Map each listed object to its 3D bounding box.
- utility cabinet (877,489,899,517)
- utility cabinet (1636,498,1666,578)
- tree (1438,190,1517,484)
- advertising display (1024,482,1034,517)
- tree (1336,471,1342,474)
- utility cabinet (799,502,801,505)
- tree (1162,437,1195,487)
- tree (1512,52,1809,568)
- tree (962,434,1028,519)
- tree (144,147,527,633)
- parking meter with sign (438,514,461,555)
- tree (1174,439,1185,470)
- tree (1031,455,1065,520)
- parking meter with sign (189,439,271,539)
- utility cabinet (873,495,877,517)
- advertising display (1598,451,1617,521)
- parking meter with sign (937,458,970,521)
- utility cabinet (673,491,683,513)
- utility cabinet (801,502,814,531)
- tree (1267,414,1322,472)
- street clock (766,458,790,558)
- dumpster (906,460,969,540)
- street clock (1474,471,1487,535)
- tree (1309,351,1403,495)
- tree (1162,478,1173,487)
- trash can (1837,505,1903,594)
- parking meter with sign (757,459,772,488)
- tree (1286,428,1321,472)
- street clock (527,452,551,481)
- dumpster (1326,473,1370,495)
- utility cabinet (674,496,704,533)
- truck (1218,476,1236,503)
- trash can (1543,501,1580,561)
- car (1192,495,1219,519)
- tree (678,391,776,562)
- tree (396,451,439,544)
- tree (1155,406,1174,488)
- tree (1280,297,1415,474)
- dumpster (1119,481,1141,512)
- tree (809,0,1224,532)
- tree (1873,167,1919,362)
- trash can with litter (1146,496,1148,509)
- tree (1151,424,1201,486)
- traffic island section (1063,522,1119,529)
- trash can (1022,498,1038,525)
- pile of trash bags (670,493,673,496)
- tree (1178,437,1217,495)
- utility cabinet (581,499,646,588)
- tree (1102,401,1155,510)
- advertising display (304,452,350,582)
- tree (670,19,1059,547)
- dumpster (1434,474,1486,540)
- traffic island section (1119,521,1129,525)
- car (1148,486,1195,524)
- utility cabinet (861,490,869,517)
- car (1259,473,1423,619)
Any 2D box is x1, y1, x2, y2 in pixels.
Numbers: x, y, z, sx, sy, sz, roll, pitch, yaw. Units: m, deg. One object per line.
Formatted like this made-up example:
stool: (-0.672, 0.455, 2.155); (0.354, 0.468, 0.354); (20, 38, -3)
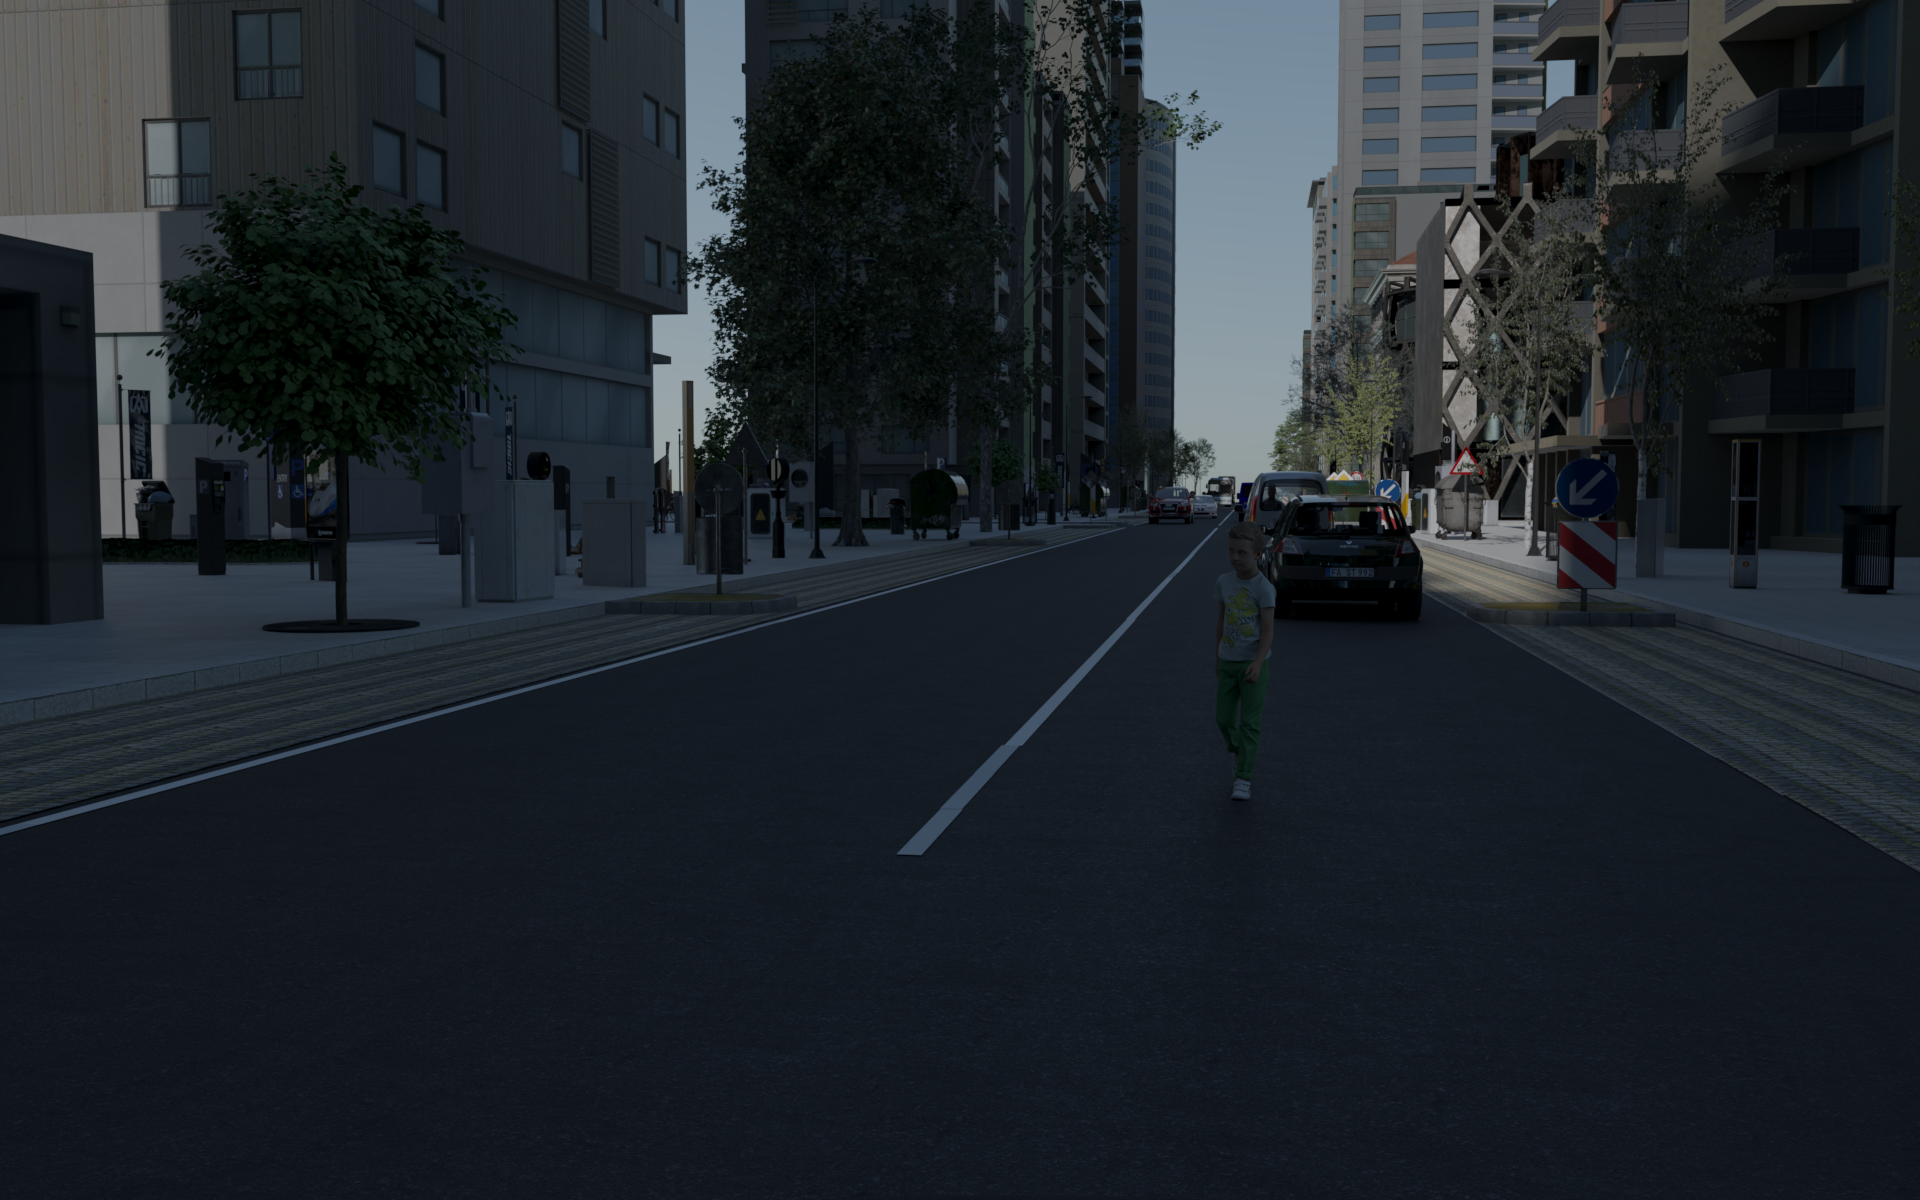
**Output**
utility cabinet: (-2.955, -3.838, 71.432); (0.318, 1.500, 1.173); (2, 4, 32)
utility cabinet: (10.765, -0.969, 27.009); (0.306, 1.237, 1.020); (2, 4, 29)
tree: (13.385, -5.528, 40.747); (4.360, 8.622, 3.978); (0, 3, 0)
advertising display: (3.843, -5.586, 96.547); (0.123, 1.923, 0.974); (2, 4, 32)
tree: (28.518, -8.287, 130.095); (1.663, 3.219, 1.824); (0, 3, 0)
utility cabinet: (-8.046, -4.927, 91.714); (1.020, 1.237, 0.306); (2, 4, 30)
tree: (27.711, -16.505, 220.218); (4.737, 8.622, 4.395); (0, 3, 0)
tree: (12.025, -4.855, 29.740); (4.360, 8.622, 3.978); (0, 3, 0)
tree: (1.788, -6.413, 88.560); (4.285, 4.588, 4.351); (0, 3, 0)
tree: (-5.893, -2.003, 16.466); (4.285, 4.588, 4.351); (0, 3, 0)
parking meter with sign: (-10.925, -2.502, 37.162); (0.543, 3.016, 1.738); (-1, 4, -12)
tree: (19.058, -13.129, 165.020); (4.360, 8.622, 3.978); (0, 3, 0)
tree: (4.209, -5.494, 84.431); (1.663, 3.219, 1.824); (0, 3, 0)
parking meter with sign: (-16.355, -2.603, 38.827); (1.738, 3.016, 0.543); (0, 4, -5)
utility cabinet: (-3.747, -4.321, 81.807); (0.306, 1.237, 1.020); (-2, 4, -28)
advertising display: (9.833, -1.290, 26.310); (0.123, 1.923, 0.974); (2, 4, 28)
parking meter with sign: (-0.285, -5.329, 83.397); (0.543, 3.016, 1.738); (3, 5, 44)
utility cabinet: (-18.007, -6.238, 110.674); (0.318, 1.500, 1.173); (0, 4, 6)
utility cabinet: (-5.150, -2.998, 60.180); (0.306, 1.237, 1.020); (-1, 4, -19)
tree: (45.273, -19.333, 234.222); (7.486, 12.596, 7.792); (0, 3, 0)
street clock: (-3.636, -1.841, 34.665); (0.358, 2.002, 0.471); (-3, 5, -44)
dumpster: (-0.649, -2.819, 48.577); (1.502, 2.255, 1.985); (1, 4, 9)
street clock: (15.983, -2.987, 53.407); (0.471, 2.002, 0.358); (2, 4, 26)
tree: (20.676, -8.440, 88.349); (4.737, 8.622, 4.395); (0, 3, 0)
tree: (23.682, -12.278, 195.345); (1.663, 3.219, 1.824); (0, 3, 0)
trash can: (11.707, -0.652, 22.316); (0.748, 1.137, 0.748); (0, 3, 0)
parking meter with sign: (-9.855, -5.558, 87.134); (0.543, 3.016, 1.738); (-2, 4, -31)
tree: (37.430, -14.558, 188.383); (4.360, 8.622, 3.978); (0, 3, 0)
street clock: (-7.223, -1.540, 29.755); (0.358, 2.002, 0.471); (1, 4, 13)
dumpster: (15.149, -3.880, 68.388); (1.985, 2.255, 1.502); (1, 4, 10)
utility cabinet: (-8.986, -2.831, 57.446); (0.306, 1.237, 1.020); (3, 5, 44)
truck: (42.085, -17.401, 273.411); (2.839, 4.237, 11.283); (1, 4, 11)
trash can: (11.539, -1.315, 33.160); (0.748, 1.137, 0.748); (0, 3, 0)
car: (14.323, -5.534, 102.840); (2.083, 1.381, 4.827); (1, 4, 9)
tree: (-4.607, -2.339, 32.844); (1.663, 3.219, 1.824); (0, 3, 0)
tree: (-13.398, -3.055, 44.545); (1.663, 3.219, 1.824); (0, 3, 0)
tree: (14.693, -11.896, 144.855); (4.360, 8.622, 3.978); (0, 3, 0)
tree: (24.991, -12.076, 107.819); (12.009, 13.543, 11.850); (0, 3, 0)
dumpster: (12.486, -7.635, 127.325); (1.502, 2.255, 1.985); (1, 4, 9)
tree: (1.646, -12.279, 56.647); (12.611, 20.169, 13.585); (0, 3, 0)
tree: (17.904, -4.828, 29.307); (4.737, 8.622, 4.395); (0, 3, 0)
trash can with litter: (15.977, -8.392, 148.602); (0.624, 1.170, 1.055); (0, 4, -6)
tree: (28.774, -18.151, 231.178); (8.767, 10.594, 7.601); (-3, 5, -40)
traffic island section: (5.455, -3.078, 72.613); (2.009, 0.180, 2.903); (1, 4, 9)
trash can: (2.884, -3.657, 71.443); (0.748, 1.137, 0.748); (0, 3, 0)
pile of trash bags: (-24.311, -7.809, 137.435); (3.447, 1.369, 1.912); (-2, 4, -30)
tree: (42.715, -23.679, 312.906); (9.928, 11.665, 9.643); (0, 3, 0)
utility cabinet: (-4.816, -0.793, 24.121); (1.020, 1.237, 0.306); (3, 4, 36)
tree: (13.414, -11.554, 139.262); (4.360, 8.622, 3.978); (0, 3, 0)
advertising display: (-9.317, -1.241, 25.505); (0.974, 1.923, 0.123); (3, 4, 38)
tree: (-2.641, -7.672, 42.447); (9.611, 12.733, 9.660); (0, 3, 0)
dumpster: (14.084, -2.631, 48.768); (1.264, 1.857, 1.865); (1, 4, 9)
traffic island section: (6.769, -3.560, 80.490); (2.009, 0.180, 2.903); (1, 4, 9)
car: (10.363, -4.652, 84.740); (2.281, 1.827, 5.304); (1, 4, 10)
utility cabinet: (-5.078, -4.698, 85.486); (1.173, 1.500, 0.318); (-2, 4, -32)
car: (4.630, -0.703, 21.276); (2.009, 1.686, 4.222); (1, 4, 8)
